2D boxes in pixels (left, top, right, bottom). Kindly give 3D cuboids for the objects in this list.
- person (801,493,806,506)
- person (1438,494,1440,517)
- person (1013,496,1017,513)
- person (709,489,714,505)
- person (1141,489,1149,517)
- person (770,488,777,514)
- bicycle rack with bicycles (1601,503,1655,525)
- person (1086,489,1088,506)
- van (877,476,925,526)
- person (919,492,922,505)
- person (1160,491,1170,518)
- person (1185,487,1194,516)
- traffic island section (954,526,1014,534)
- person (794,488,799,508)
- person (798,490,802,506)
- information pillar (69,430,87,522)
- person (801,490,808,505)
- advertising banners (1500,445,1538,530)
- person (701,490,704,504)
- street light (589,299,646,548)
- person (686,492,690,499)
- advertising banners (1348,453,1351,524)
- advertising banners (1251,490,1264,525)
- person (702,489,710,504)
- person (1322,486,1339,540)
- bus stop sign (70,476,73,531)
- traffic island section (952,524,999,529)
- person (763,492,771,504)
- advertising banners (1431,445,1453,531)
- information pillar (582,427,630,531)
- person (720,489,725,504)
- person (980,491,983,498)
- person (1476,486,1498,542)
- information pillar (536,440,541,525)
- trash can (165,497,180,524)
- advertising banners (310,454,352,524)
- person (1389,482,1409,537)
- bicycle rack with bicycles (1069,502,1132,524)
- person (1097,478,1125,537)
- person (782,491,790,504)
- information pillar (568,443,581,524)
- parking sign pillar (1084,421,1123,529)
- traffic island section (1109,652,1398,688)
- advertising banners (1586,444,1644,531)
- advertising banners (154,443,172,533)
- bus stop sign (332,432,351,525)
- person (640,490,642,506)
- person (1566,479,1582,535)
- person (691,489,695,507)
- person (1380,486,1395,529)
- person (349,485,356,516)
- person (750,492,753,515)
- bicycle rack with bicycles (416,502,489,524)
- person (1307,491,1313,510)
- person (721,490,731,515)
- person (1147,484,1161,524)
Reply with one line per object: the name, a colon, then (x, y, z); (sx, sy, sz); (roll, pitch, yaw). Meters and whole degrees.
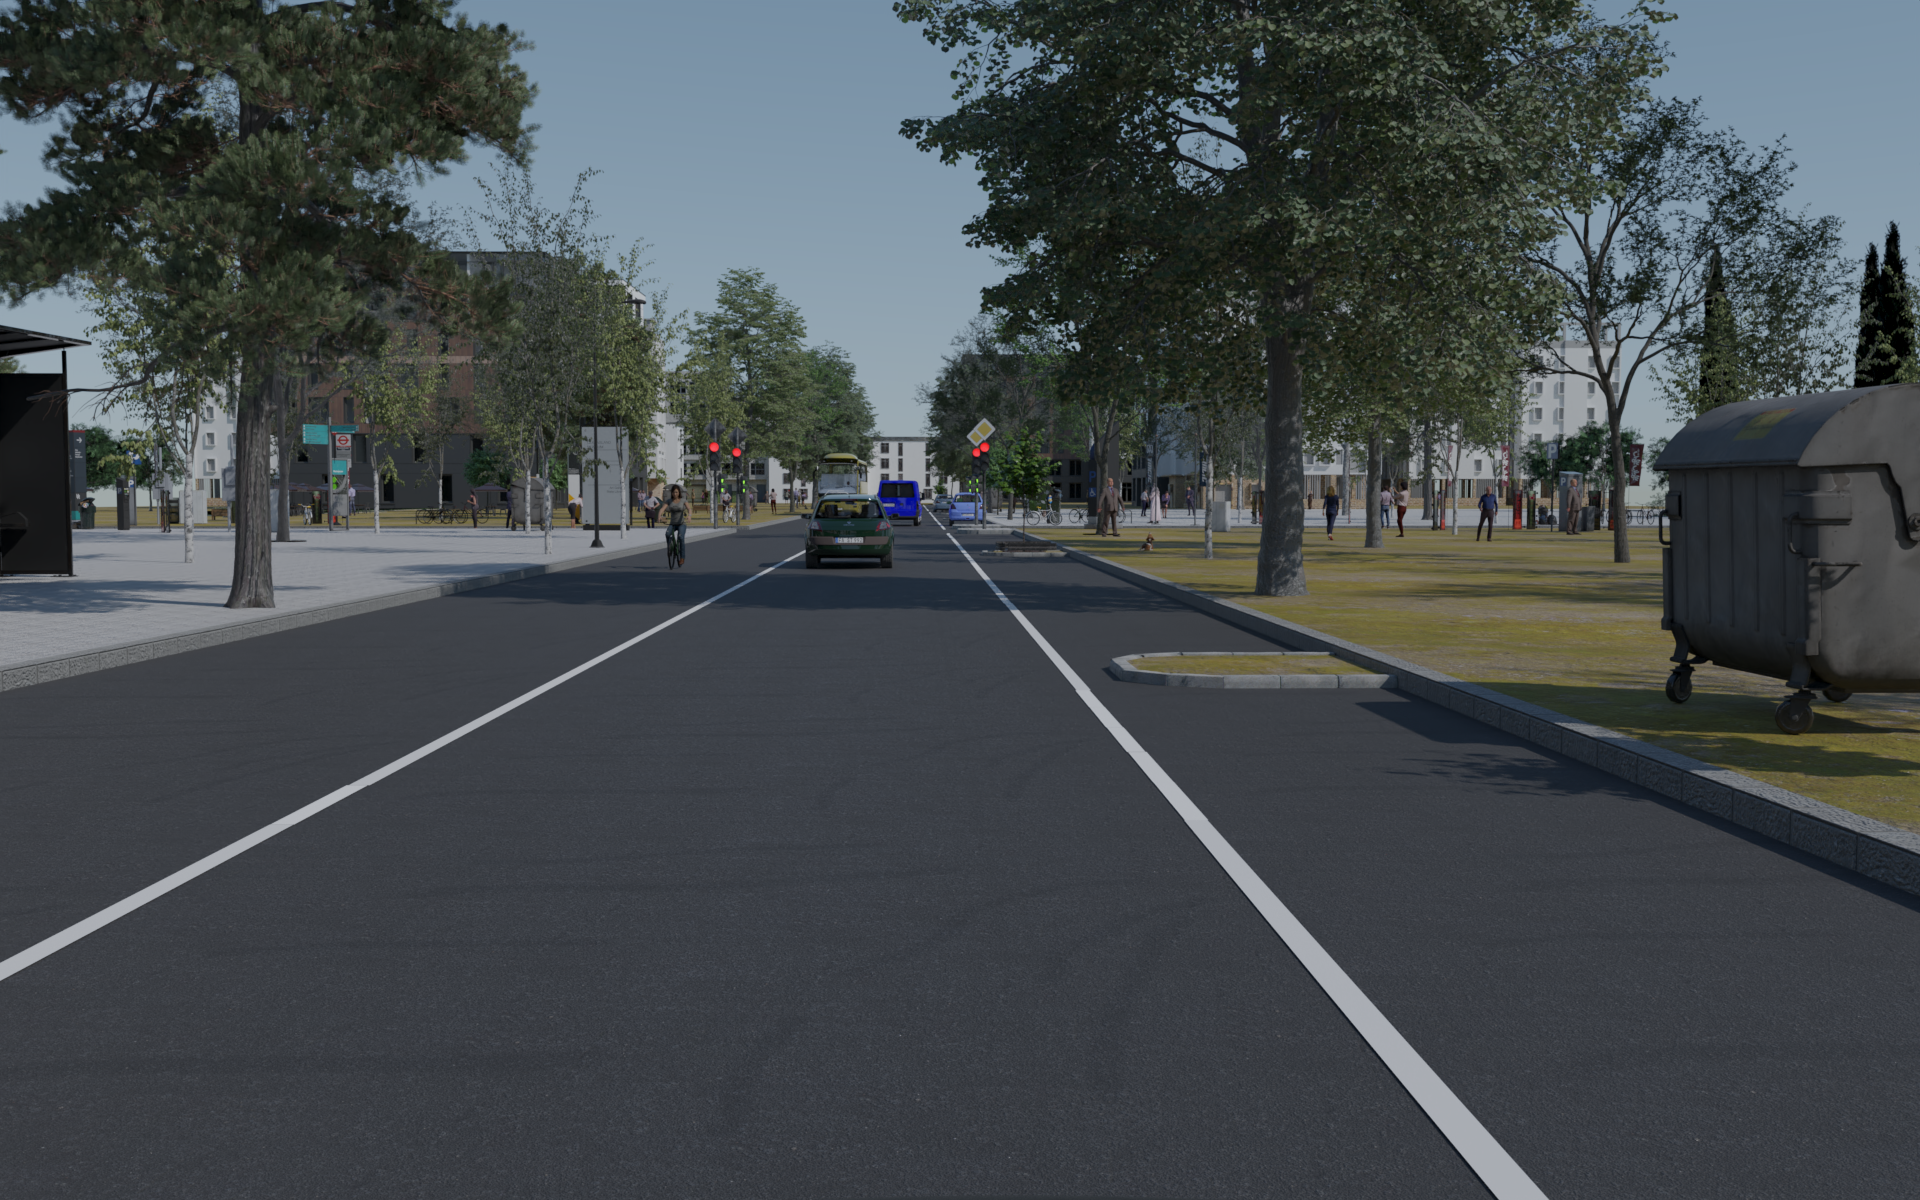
person: (-16.397, -10.541, 181.618); (0.421, 1.427, 0.697); (1, 4, 18)
person: (26.800, -5.369, 97.058); (0.697, 1.427, 0.421); (-3, 5, -42)
person: (3.565, -6.510, 114.746); (0.482, 1.546, 0.388); (1, 4, 12)
person: (-29.584, -12.322, 207.137); (0.705, 1.869, 1.348); (1, 4, 21)
person: (10.500, -5.531, 98.685); (0.590, 1.554, 0.614); (-2, 4, -25)
person: (-11.952, -6.318, 110.801); (0.517, 1.644, 0.566); (2, 4, 23)
bicycle rack with bicycles: (27.853, -3.678, 73.516); (2.852, 0.926, 2.925); (0, 4, 3)
person: (13.979, -11.200, 189.255); (0.705, 1.812, 1.348); (0, 4, 2)
van: (-2.750, -4.557, 78.891); (2.240, 2.365, 5.245); (0, 3, 0)
person: (-5.134, -12.895, 220.128); (0.721, 1.735, 1.217); (0, 3, 0)
person: (10.774, -4.991, 90.875); (0.421, 1.427, 0.697); (-1, 4, -12)
person: (13.552, -5.852, 102.175); (0.683, 1.767, 0.568); (2, 4, 30)
traffic island section: (0.910, -2.517, 63.426); (2.009, 0.180, 2.903); (0, 4, -2)
person: (-14.575, -9.094, 154.591); (0.709, 1.838, 0.599); (2, 4, 27)
person: (-17.920, -11.370, 192.677); (1.217, 1.736, 0.721); (-1, 4, -21)
information pillar: (-35.936, -4.948, 70.271); (0.750, 3.857, 0.750); (1, 4, 16)
person: (-18.393, -12.025, 202.660); (1.348, 1.822, 0.705); (0, 4, -5)
advertising banners: (20.068, -4.039, 62.225); (2.074, 3.025, 0.090); (-2, 4, -33)
person: (-30.265, -12.024, 203.324); (0.721, 1.739, 1.217); (0, 4, 1)
street light: (-8.161, -4.209, 41.355); (1.470, 5.913, 1.316); (0, 4, -2)
person: (-34.854, -13.074, 219.941); (1.348, 1.807, 0.705); (2, 4, 24)
advertising banners: (16.788, -4.798, 74.634); (0.090, 3.025, 2.074); (1, 4, 15)
advertising banners: (12.674, -4.686, 72.808); (0.090, 3.025, 2.074); (-1, 4, -13)
person: (-24.821, -9.990, 169.892); (1.217, 1.766, 0.721); (1, 4, 23)
person: (10.292, -2.411, 48.000); (0.480, 1.512, 0.613); (0, 4, -1)
bus stop sign: (-31.314, -4.389, 60.464); (0.416, 3.939, 0.855); (-1, 4, -18)
traffic island section: (0.697, -3.005, 71.409); (2.009, 0.180, 2.903); (0, 4, -2)
person: (-25.185, -13.273, 226.059); (0.990, 1.755, 0.434); (0, 4, -7)
advertising banners: (17.075, -3.979, 61.244); (0.090, 3.025, 2.074); (2, 4, 35)
information pillar: (-12.440, -4.250, 60.800); (1.656, 3.620, 0.184); (0, 4, 7)
person: (-17.908, -7.608, 131.109); (0.551, 1.740, 0.621); (-1, 4, -14)
person: (1.611, -8.067, 138.752); (0.431, 1.722, 0.655); (3, 4, 36)
person: (14.170, -2.325, 46.744); (0.574, 1.496, 0.600); (2, 4, 35)
information pillar: (-17.637, -4.956, 72.382); (0.183, 3.616, 0.504); (-1, 4, -11)
trash can: (-34.020, -3.866, 74.861); (0.748, 1.137, 0.748); (0, 3, 0)
advertising banners: (-27.184, -4.814, 74.901); (0.090, 3.025, 2.074); (3, 4, 37)
person: (13.068, -2.695, 51.574); (0.517, 1.644, 0.566); (0, 4, -5)
bicycle rack with bicycles: (6.183, -3.826, 75.929); (2.925, 0.926, 2.852); (-1, 4, -14)
person: (4.544, -2.773, 51.936); (0.990, 1.755, 0.434); (-2, 4, -25)
person: (-21.928, -12.982, 219.081); (1.217, 1.735, 0.721); (0, 4, 5)
information pillar: (-16.505, -5.059, 74.067); (0.504, 3.616, 0.183); (-2, 4, -31)
parking sign pillar: (5.270, -4.591, 63.538); (1.447, 3.967, 1.447); (3, 5, 43)
traffic island section: (2.220, 0.556, 13.768); (1.991, 0.108, 1.994); (0, 4, -2)
advertising banners: (22.977, -3.950, 60.775); (0.090, 3.025, 2.074); (-3, 5, -43)
advertising banners: (-26.596, -3.764, 57.735); (0.090, 3.025, 2.074); (-3, 4, -36)
bus stop sign: (-25.316, -5.022, 70.817); (0.855, 3.939, 0.416); (0, 4, -1)
person: (-28.360, -8.993, 154.543); (0.415, 1.643, 0.593); (1, 4, 13)
person: (19.325, -2.925, 54.418); (0.990, 1.755, 0.434); (-3, 5, -43)
person: (-26.548, -10.169, 172.403); (0.705, 1.812, 1.348); (-1, 4, -13)
person: (15.620, -3.403, 63.640); (0.963, 1.587, 0.435); (-1, 4, -16)
person: (-35.881, -5.865, 101.805); (0.599, 1.838, 0.709); (1, 4, 19)
person: (-12.779, -5.856, 105.022); (0.421, 1.427, 0.697); (1, 4, 8)
bicycle rack with bicycles: (-22.188, -3.743, 74.587); (2.925, 0.926, 2.852); (1, 4, 20)
person: (29.039, -8.276, 143.627); (0.388, 1.546, 0.482); (-2, 4, -27)
person: (-14.506, -6.073, 107.542); (0.614, 1.554, 0.590); (-1, 4, -14)
person: (8.459, -4.204, 75.452); (0.621, 1.740, 0.551); (1, 4, 11)
